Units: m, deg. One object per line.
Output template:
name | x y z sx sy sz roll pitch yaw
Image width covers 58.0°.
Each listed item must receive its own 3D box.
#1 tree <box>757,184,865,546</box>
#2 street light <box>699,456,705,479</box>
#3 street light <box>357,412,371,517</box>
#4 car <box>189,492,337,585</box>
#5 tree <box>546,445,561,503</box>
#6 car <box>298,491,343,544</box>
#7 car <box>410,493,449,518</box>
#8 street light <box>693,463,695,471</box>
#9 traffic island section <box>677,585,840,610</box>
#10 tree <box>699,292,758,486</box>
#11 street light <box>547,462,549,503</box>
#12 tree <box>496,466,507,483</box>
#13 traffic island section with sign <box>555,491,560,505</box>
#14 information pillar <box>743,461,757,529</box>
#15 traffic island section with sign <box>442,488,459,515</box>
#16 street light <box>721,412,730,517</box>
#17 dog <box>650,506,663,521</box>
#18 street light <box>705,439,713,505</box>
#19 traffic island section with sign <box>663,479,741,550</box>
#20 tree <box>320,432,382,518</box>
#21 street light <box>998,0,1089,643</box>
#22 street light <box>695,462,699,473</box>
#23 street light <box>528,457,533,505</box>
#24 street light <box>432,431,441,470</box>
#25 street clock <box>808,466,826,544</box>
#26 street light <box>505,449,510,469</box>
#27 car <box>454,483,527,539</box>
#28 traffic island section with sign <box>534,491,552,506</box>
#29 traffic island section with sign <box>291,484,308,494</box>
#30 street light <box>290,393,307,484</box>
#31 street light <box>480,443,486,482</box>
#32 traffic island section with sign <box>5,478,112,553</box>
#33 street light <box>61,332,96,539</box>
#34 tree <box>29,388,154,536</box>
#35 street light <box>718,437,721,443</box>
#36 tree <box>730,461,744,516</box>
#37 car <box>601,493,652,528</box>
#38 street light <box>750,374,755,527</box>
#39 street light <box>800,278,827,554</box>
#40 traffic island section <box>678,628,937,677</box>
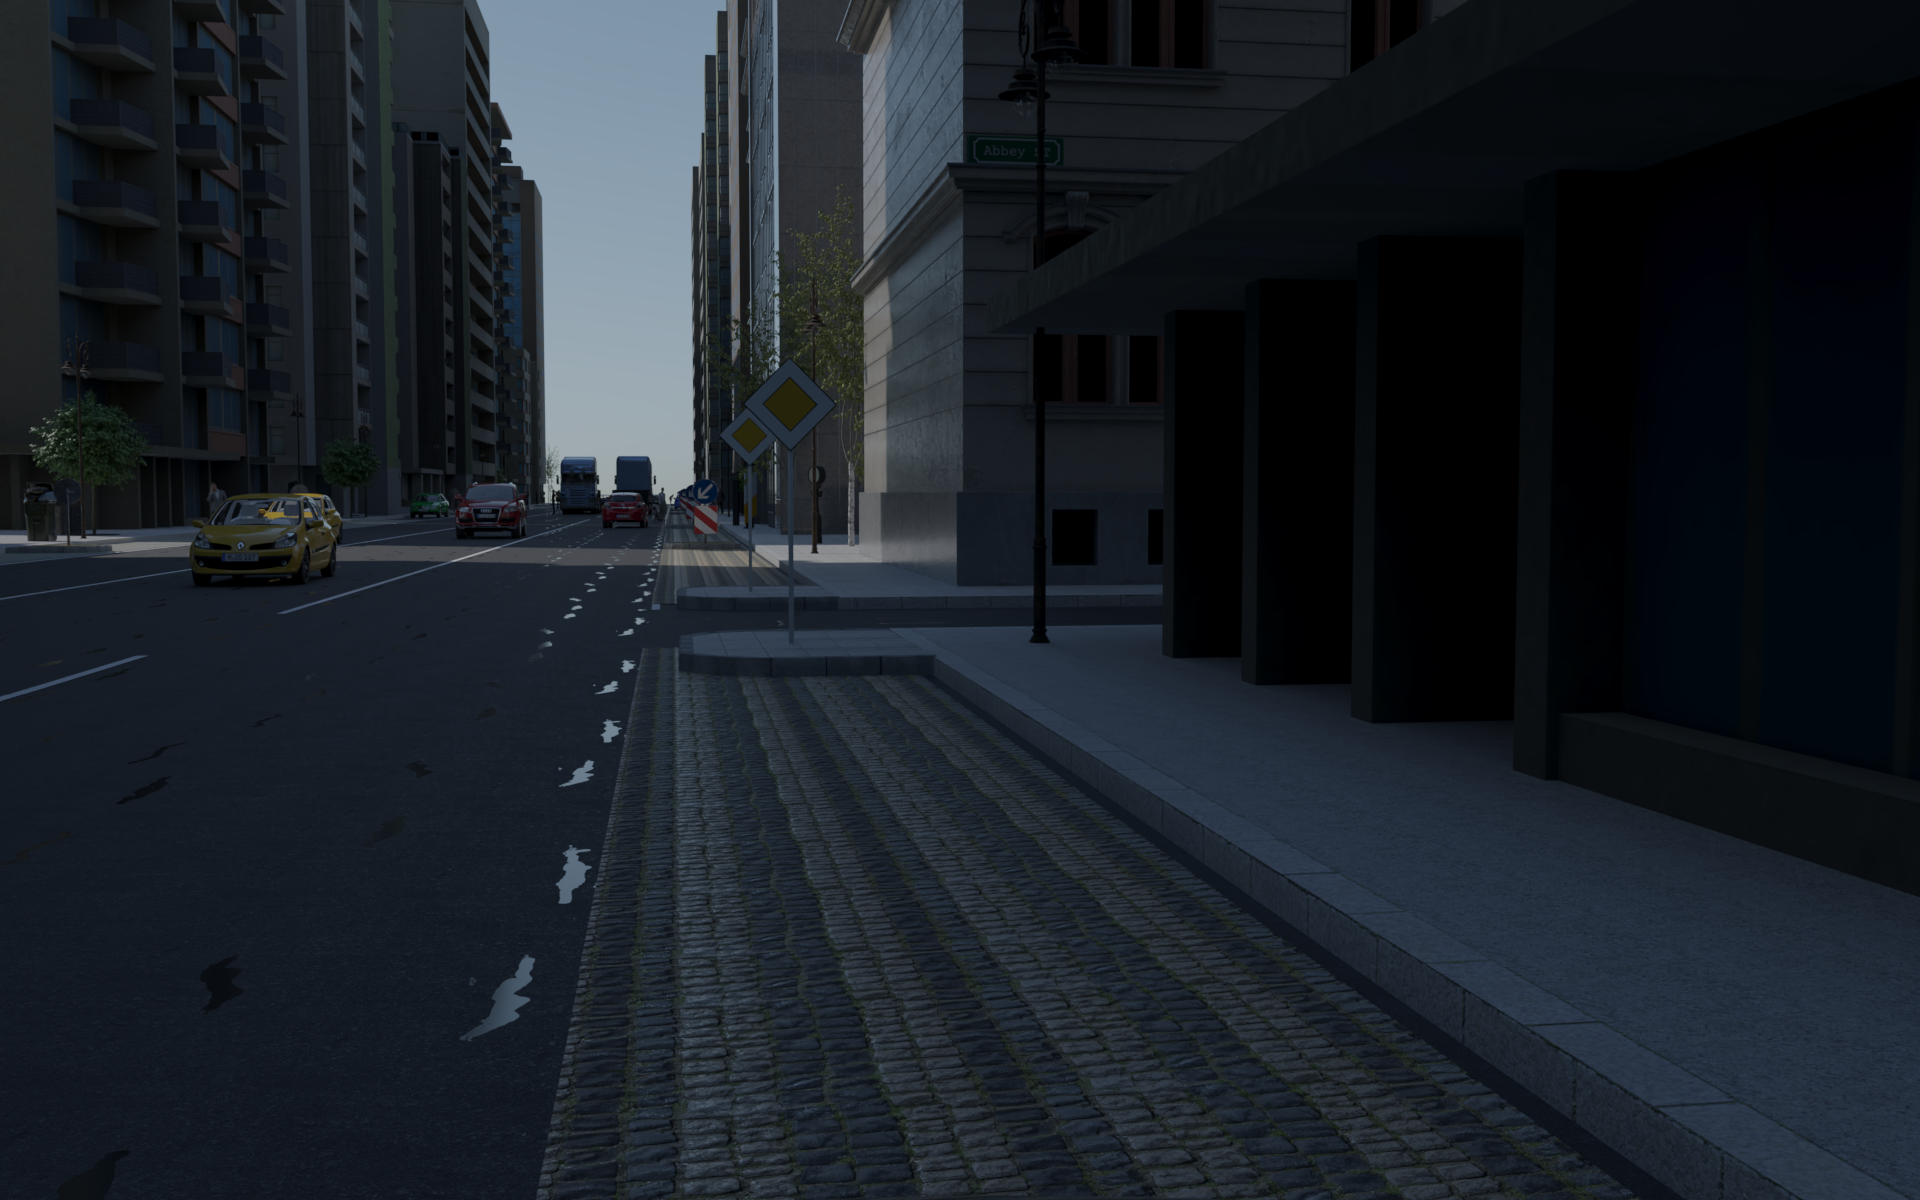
tree | -2.429 -5.621 42.265 4.737 8.622 4.395 0 3 0
street light | -25.420 -12.194 172.157 0.468 5.910 1.993 -1 4 -9
street light | -32.826 -7.508 95.548 0.468 5.910 1.993 -1 4 -9
car | -11.442 -1.121 28.553 2.015 1.641 3.980 -1 4 -11
tree | -59.724 -18.407 251.321 4.360 8.622 3.978 0 3 0
car | -18.439 -2.341 48.498 2.015 1.641 3.980 -1 4 -11
car | -32.058 -5.865 104.695 1.959 1.807 4.718 0 4 -7
street light | -34.001 -15.368 224.046 0.468 5.910 1.993 -1 4 -9
traffic island section | -2.713 -0.032 22.803 2.009 0.180 2.903 -1 4 -9
tree | -5.142 -6.131 50.607 4.737 8.622 4.395 0 3 0
street light | -56.524 -16.201 237.667 0.468 5.910 1.993 -1 4 -9
tree | -46.043 -11.388 169.907 4.285 4.588 4.351 0 3 0
traffic island section with sign | -52.461 -13.306 226.181 1.989 1.847 2.006 -1 4 -9
information pillar | -7.769 -4.449 64.093 0.504 3.616 0.183 -2 4 -33
traffic island section with sign | -34.636 -6.723 118.555 1.989 1.847 2.006 -1 4 -9
street light | -12.898 -7.565 96.468 0.468 5.910 1.993 -1 4 -9
dog | -15.799 -4.536 90.993 0.800 0.831 0.513 1 4 13
street light | -20.526 -10.380 142.496 0.468 5.910 1.993 -1 4 -9
traffic island section with sign | -6.784 -2.246 45.343 1.989 1.847 2.006 -1 4 -9
tree | -32.377 -6.620 91.955 4.285 4.588 4.351 0 3 0
street light | 0.687 -2.569 14.788 0.468 5.910 1.993 -1 4 -9
street light | -29.154 -13.553 194.377 0.468 5.910 1.993 -1 4 -9
street light | -51.509 -14.388 208.025 0.468 5.910 1.993 -1 4 -9
street light | -37.835 -9.325 125.258 0.468 5.910 1.993 -1 4 -9
street clock | -3.697 -2.460 44.788 0.358 2.002 0.471 -3 5 -44
street light | -46.523 -12.567 178.260 0.468 5.910 1.993 -1 4 -9
car | -15.473 -2.972 57.270 2.281 1.827 5.304 -1 4 -11
traffic island section with sign | -48.063 -11.679 199.586 1.989 1.847 2.006 -1 4 -9
traffic island section with sign | -26.508 -3.718 69.419 1.989 1.847 2.006 -1 4 -9
street light | -30.278 -6.515 79.311 0.468 5.910 1.993 -1 4 -9
street light | -42.688 -11.140 154.927 0.468 5.910 1.993 -1 4 -9
traffic island section with sign | -22.056 -2.075 42.552 1.989 1.847 2.006 -1 4 -9
street light | -25.228 -4.703 49.675 0.468 5.910 1.993 -1 4 -9
tree | -26.903 -4.288 53.819 4.285 4.588 4.351 0 3 0
street light | -15.529 -8.567 112.851 0.468 5.910 1.993 -1 4 -9
tree | -12.559 -6.465 100.311 1.663 3.219 1.824 0 3 0
car | -14.425 -4.021 74.781 2.155 1.783 4.494 0 4 -8
street light | -8.024 -5.750 66.803 0.468 5.910 1.993 -1 4 -9
street light | -3.133 -3.936 37.141 0.468 5.910 1.993 -1 4 -9
traffic island section | -1.409 0.450 14.925 2.009 0.180 2.903 -1 4 -9
